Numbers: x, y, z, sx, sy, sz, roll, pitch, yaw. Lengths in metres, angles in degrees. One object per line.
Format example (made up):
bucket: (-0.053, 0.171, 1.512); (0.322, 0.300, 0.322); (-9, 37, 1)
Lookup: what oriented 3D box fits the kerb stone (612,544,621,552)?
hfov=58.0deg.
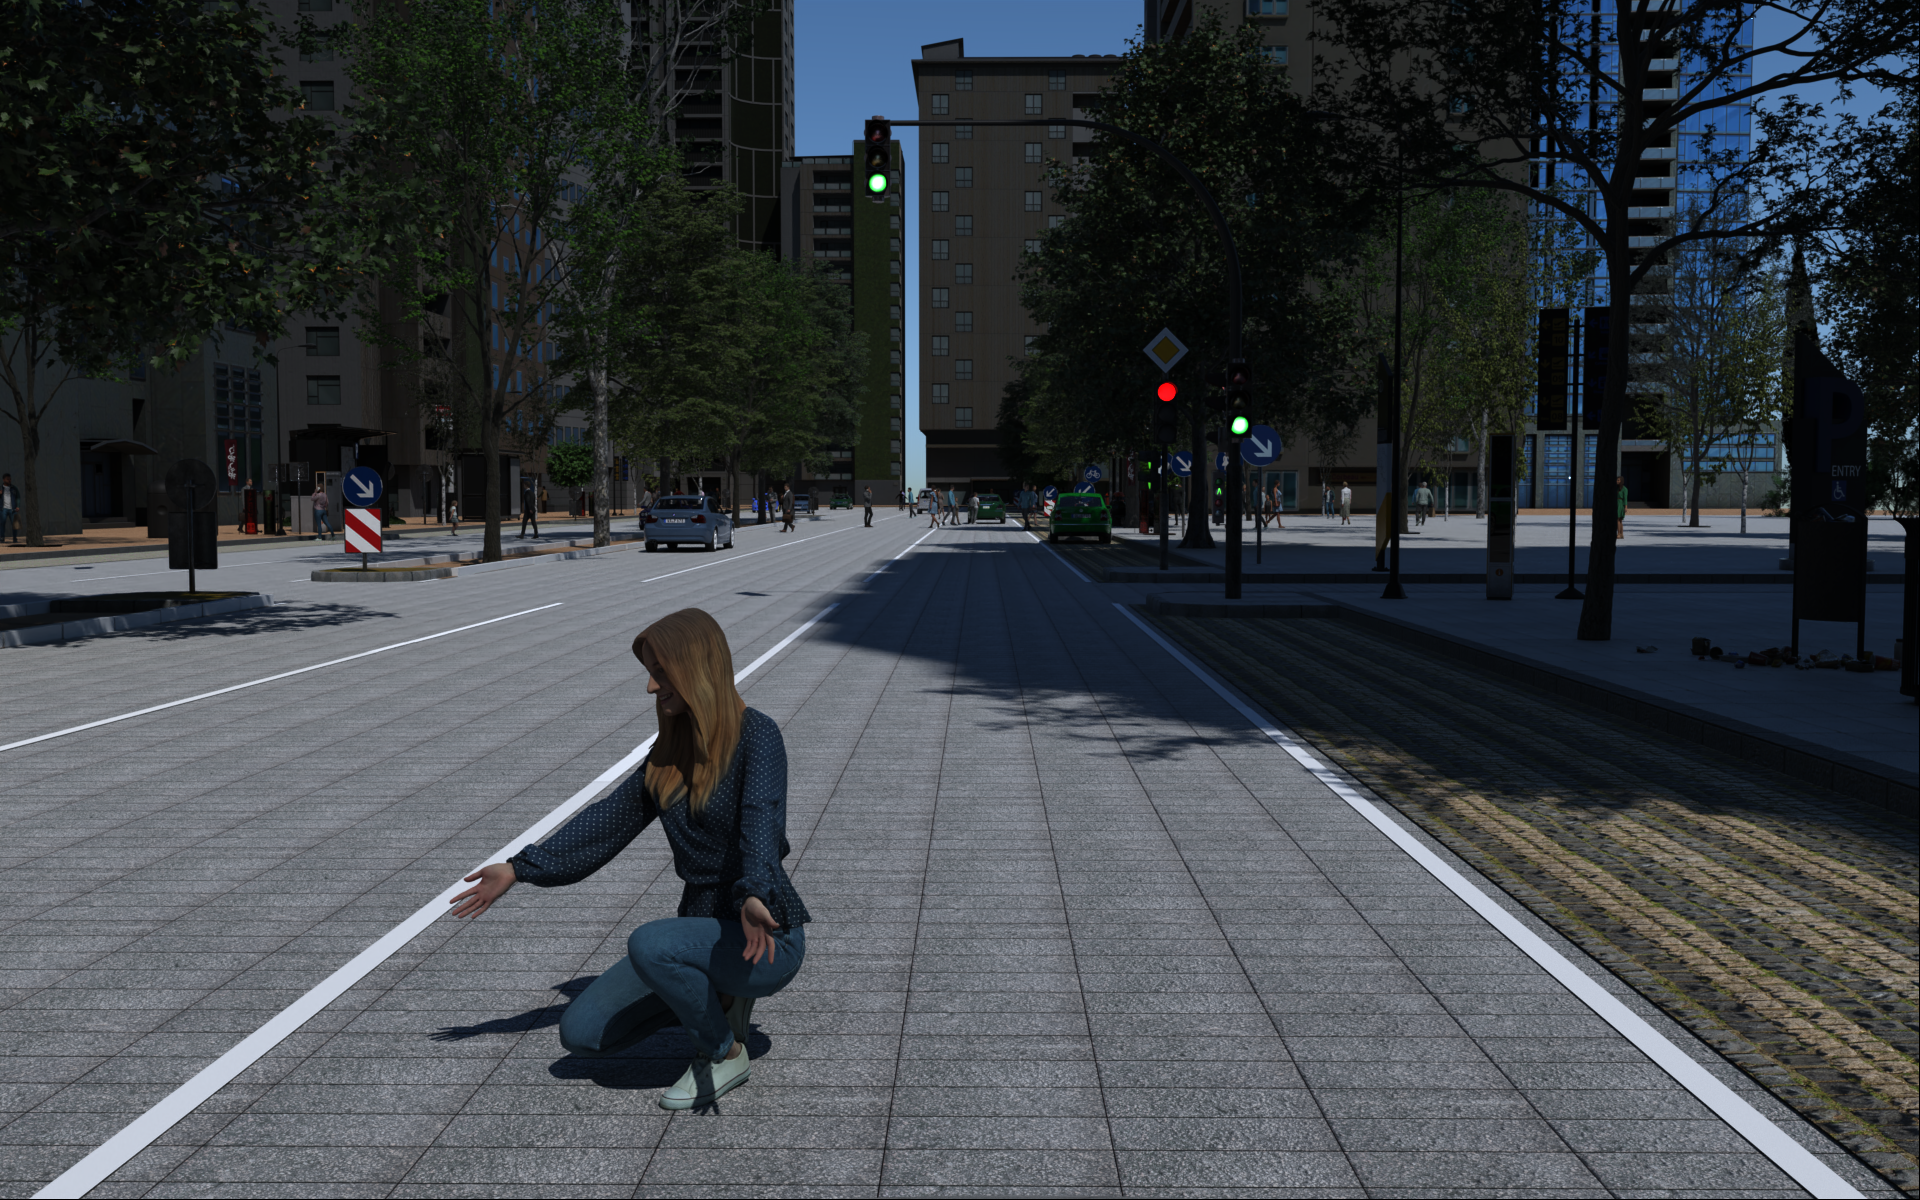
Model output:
kerb stone: (-8.605, -1.260, 42.790); (0.120, 0.150, 1.000); (0, 4, 1)

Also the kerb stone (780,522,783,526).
kerb stone: (-8.171, -3.391, 77.643); (0.120, 0.150, 1.000); (0, 4, 1)

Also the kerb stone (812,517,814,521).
kerb stone: (-7.992, -4.268, 91.977); (0.120, 0.150, 1.000); (0, 4, 1)

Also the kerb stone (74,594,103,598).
kerb stone: (-10.968, 0.025, 21.809); (0.120, 0.150, 1.000); (0, 4, 1)

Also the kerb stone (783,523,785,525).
kerb stone: (-8.161, -3.447, 78.666); (0.120, 0.150, 1.000); (0, 4, 1)

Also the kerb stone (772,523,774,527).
kerb stone: (-8.215, -3.202, 74.550); (0.120, 0.150, 1.000); (0, 4, 1)

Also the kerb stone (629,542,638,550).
kerb stone: (-8.572, -1.384, 44.841); (0.120, 0.150, 1.000); (0, 4, 1)

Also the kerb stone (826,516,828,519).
kerb stone: (-7.901, -4.770, 100.179); (0.120, 0.150, 1.000); (0, 4, 1)

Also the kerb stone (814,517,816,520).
kerb stone: (-7.985, -4.328, 93.000); (0.120, 0.150, 1.000); (0, 4, 1)

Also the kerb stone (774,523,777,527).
kerb stone: (-8.203, -3.264, 75.582); (0.120, 0.150, 1.000); (0, 4, 1)

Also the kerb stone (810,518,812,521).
kerb stone: (-8.009, -4.206, 90.955); (0.120, 0.150, 1.000); (0, 4, 1)

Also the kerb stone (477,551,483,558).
kerb stone: (-10.760, -1.011, 38.721); (0.120, 0.150, 1.000); (0, 4, 1)

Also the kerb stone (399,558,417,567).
kerb stone: (-10.813, -0.697, 33.593); (0.120, 0.150, 1.000); (0, 4, 1)

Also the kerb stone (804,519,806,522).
kerb stone: (-8.038, -4.013, 87.889); (0.120, 0.150, 1.000); (0, 4, 1)

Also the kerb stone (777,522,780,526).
kerb stone: (-8.183, -3.328, 76.611); (0.120, 0.150, 1.000); (0, 4, 1)

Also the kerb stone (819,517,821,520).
kerb stone: (-7.945, -4.519, 96.077); (0.120, 0.150, 1.000); (0, 4, 1)

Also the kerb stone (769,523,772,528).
kerb stone: (-8.228, -3.139, 73.524); (0.120, 0.150, 1.000); (0, 4, 1)

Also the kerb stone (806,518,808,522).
kerb stone: (-8.034, -4.080, 88.911); (0.120, 0.150, 1.000); (0, 4, 1)

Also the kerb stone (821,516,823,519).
kerb stone: (-7.932, -4.581, 97.099); (0.120, 0.150, 1.000); (0, 4, 1)

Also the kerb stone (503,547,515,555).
kerb stone: (-10.730, -1.130, 40.782); (0.120, 0.150, 1.000); (0, 4, 1)

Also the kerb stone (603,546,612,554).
kerb stone: (-8.619, -1.194, 41.768); (0.120, 0.150, 1.000); (0, 4, 1)

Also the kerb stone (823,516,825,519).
kerb stone: (-7.921, -4.640, 98.128); (0.120, 0.150, 1.000); (0, 4, 1)

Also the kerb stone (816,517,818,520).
kerb stone: (-7.975, -4.392, 94.029); (0.120, 0.150, 1.000); (0, 4, 1)

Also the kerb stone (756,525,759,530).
kerb stone: (-8.273, -2.887, 69.429); (0.120, 0.150, 1.000); (0, 4, 1)

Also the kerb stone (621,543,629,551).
kerb stone: (-8.600, -1.323, 43.819); (0.120, 0.150, 1.000); (0, 4, 1)

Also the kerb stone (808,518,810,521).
kerb stone: (-8.021, -4.143, 89.933); (0.120, 0.150, 1.000); (0, 4, 1)

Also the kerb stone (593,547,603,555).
kerb stone: (-8.630, -1.135, 40.745); (0.120, 0.150, 1.000); (0, 4, 1)

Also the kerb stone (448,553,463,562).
kerb stone: (-10.784, -0.886, 36.677); (0.120, 0.150, 1.000); (0, 4, 1)

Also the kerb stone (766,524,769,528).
kerb stone: (-8.240, -3.077, 72.502); (0.120, 0.150, 1.000); (0, 4, 1)

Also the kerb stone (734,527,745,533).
kerb stone: (-8.318, -2.631, 65.339); (0.120, 0.150, 1.000); (0, 4, 1)

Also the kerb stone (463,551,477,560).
kerb stone: (-10.767, -0.948, 37.699); (0.120, 0.150, 1.000); (0, 4, 1)

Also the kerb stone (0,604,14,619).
kerb stone: (-10.987, 0.150, 19.749); (0.120, 0.150, 1.000); (0, 4, 1)

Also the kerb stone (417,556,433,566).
kerb stone: (-10.808, -0.759, 34.615); (0.120, 0.150, 1.000); (0, 4, 1)

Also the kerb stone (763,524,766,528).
kerb stone: (-8.251, -3.014, 71.473); (0.120, 0.150, 1.000); (0, 4, 1)

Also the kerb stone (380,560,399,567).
kerb stone: (-10.824, -0.632, 32.565); (0.120, 0.150, 1.000); (0, 4, 1)

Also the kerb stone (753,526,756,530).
kerb stone: (-8.291, -2.826, 68.407); (0.120, 0.150, 1.000); (0, 4, 1)

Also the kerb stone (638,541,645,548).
kerb stone: (-8.569, -1.448, 45.864); (0.120, 0.150, 1.000); (0, 4, 1)

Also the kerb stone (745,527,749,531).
kerb stone: (-8.310, -2.701, 66.361); (0.120, 0.150, 1.000); (0, 4, 1)

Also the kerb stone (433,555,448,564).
kerb stone: (-10.795, -0.822, 35.641); (0.120, 0.150, 1.000); (0, 4, 1)

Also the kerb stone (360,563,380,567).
kerb stone: (-10.849, -0.572, 31.543); (0.120, 0.150, 1.000); (0, 4, 1)

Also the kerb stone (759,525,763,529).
kerb stone: (-8.258, -2.951, 70.451); (0.120, 0.150, 1.000); (0, 4, 1)

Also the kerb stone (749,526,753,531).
kerb stone: (-8.297, -2.760, 67.385); (0.120, 0.150, 1.000); (0, 4, 1)

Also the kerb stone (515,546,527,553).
kerb stone: (-10.715, -1.199, 41.804); (0.120, 0.150, 1.000); (0, 4, 1)

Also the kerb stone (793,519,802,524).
kerb stone: (-8.074, -3.893, 85.844); (0.120, 0.150, 1.000); (0, 4, 1)

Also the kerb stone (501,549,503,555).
kerb stone: (-10.741, -1.073, 39.748); (0.120, 0.150, 1.000); (0, 4, 1)

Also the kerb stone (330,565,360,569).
kerb stone: (-10.858, -0.505, 30.511); (0.120, 0.150, 1.000); (0, 4, 1)

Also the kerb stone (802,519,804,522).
kerb stone: (-8.065, -3.955, 86.867); (0.120, 0.150, 1.000); (0, 4, 1)

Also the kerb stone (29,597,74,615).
kerb stone: (-10.979, 0.087, 20.771); (0.120, 0.150, 1.000); (0, 4, 1)
